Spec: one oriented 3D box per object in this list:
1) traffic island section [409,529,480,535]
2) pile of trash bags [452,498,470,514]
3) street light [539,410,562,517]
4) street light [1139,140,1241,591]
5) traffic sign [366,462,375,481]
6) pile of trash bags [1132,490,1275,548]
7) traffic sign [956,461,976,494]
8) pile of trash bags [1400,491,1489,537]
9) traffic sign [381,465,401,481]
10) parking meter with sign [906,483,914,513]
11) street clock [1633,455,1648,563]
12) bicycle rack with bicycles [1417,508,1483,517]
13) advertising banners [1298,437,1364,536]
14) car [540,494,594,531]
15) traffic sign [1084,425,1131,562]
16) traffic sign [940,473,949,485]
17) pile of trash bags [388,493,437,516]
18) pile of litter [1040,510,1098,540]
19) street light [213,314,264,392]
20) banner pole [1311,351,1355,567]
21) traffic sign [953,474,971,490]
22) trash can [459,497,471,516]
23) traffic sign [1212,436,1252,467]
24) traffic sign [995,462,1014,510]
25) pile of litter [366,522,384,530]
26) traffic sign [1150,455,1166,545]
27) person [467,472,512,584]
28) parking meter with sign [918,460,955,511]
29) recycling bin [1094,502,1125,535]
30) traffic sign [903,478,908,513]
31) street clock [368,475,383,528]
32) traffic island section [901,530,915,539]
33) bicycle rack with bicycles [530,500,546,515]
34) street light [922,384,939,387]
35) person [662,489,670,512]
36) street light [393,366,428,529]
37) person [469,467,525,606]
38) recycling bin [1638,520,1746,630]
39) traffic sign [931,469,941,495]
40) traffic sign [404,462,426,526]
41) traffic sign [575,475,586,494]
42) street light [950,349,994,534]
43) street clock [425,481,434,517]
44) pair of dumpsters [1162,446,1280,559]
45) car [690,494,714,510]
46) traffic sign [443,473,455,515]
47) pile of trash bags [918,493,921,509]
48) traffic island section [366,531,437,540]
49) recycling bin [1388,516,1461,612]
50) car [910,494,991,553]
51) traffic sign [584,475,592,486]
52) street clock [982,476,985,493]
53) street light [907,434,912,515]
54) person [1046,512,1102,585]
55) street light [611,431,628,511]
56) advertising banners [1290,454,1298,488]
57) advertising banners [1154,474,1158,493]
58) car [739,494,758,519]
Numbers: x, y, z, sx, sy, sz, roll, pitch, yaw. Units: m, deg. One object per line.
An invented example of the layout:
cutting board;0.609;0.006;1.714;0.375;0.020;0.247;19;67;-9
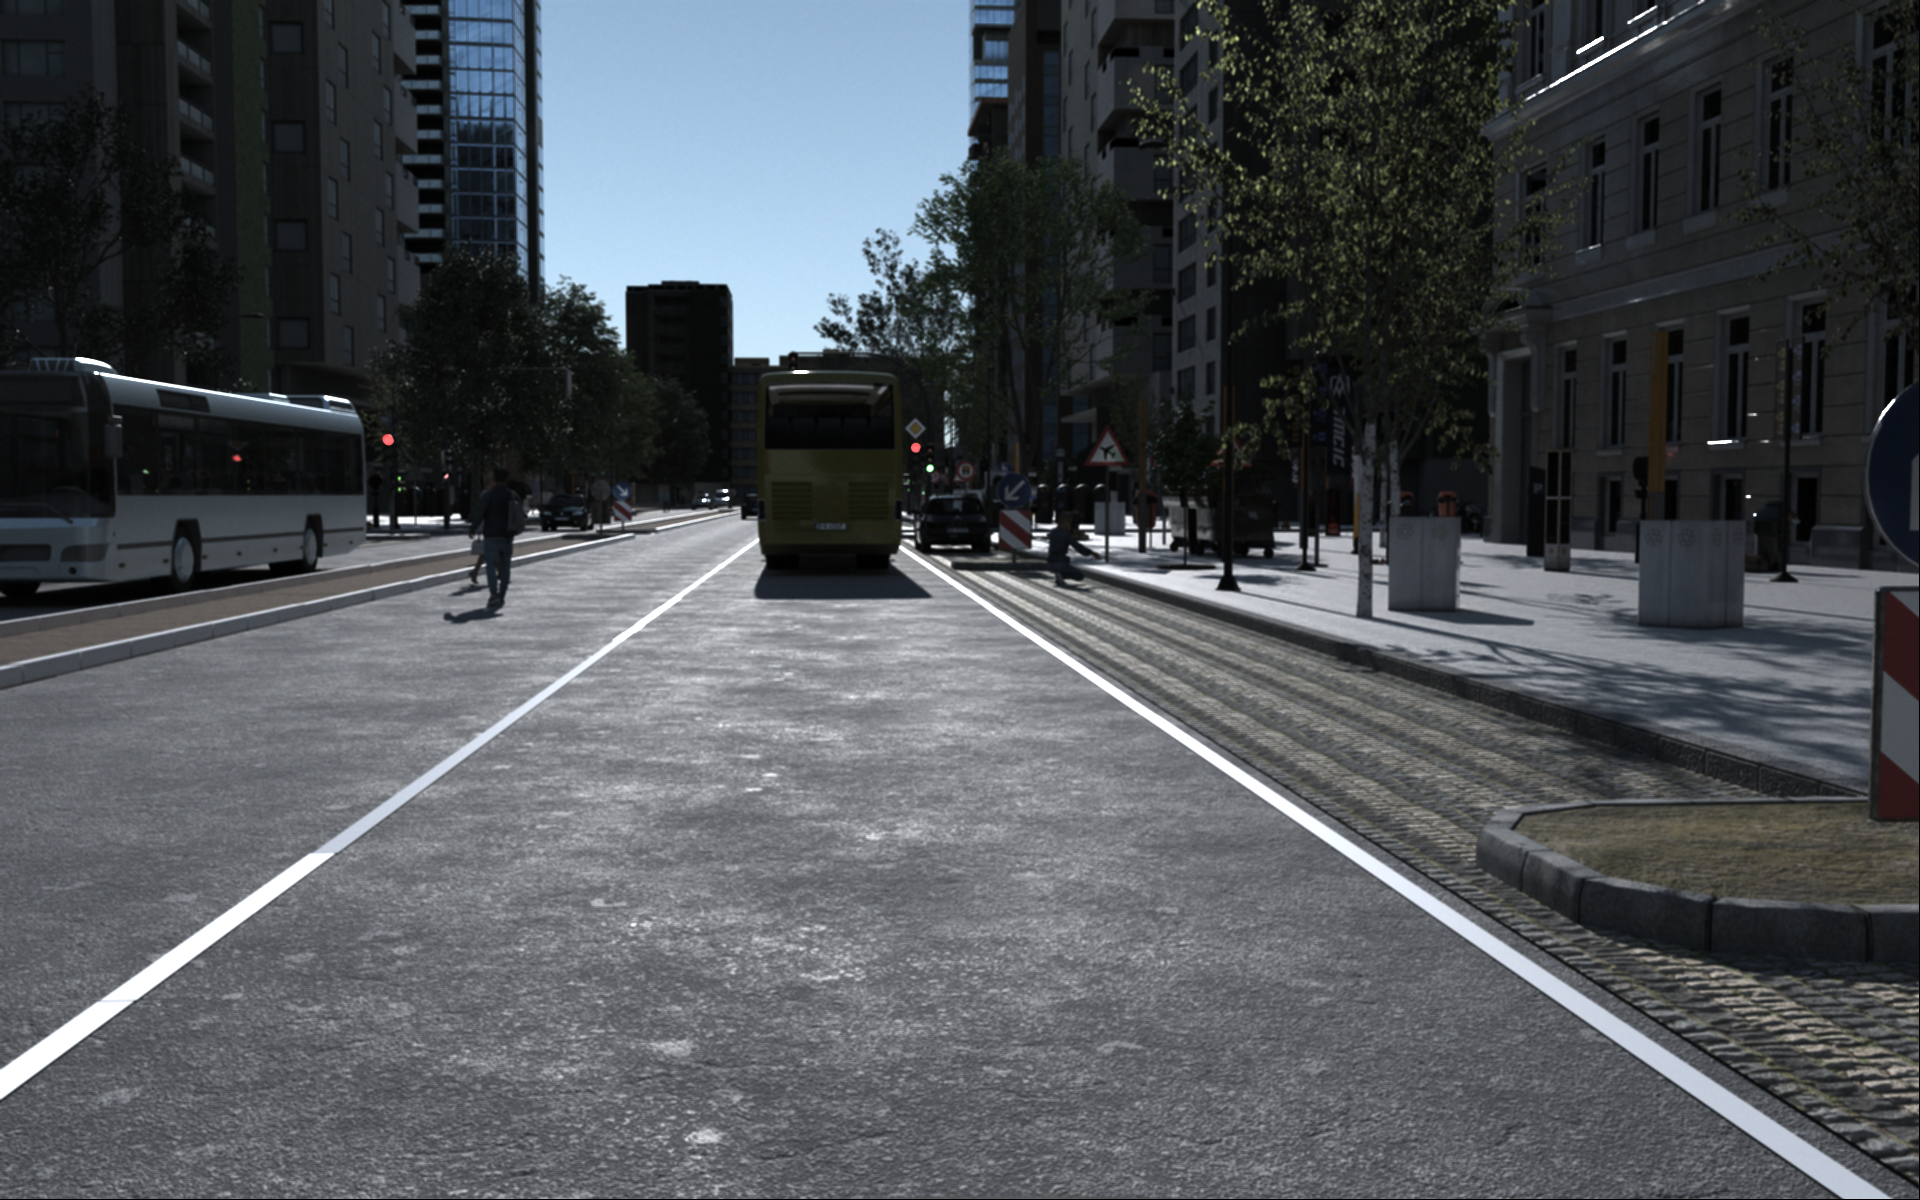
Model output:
traffic island section;-18.553;-2.464;62.569;2.009;0.180;2.903;0;4;-5
pile of trash bags;-33.320;-6.375;113.982;1.912;1.369;3.447;-2;4;-35
street light;-22.661;-7.547;95.930;1.470;5.913;1.316;0;4;-5
street light;3.049;-3.084;22.973;1.470;5.913;1.316;0;4;-5
traffic sign;-23.203;-4.124;67.531;0.768;2.556;0.104;0;4;2
pile of trash bags;5.752;-1.954;41.693;3.447;1.369;1.912;-1;4;-20
traffic sign;0.225;-4.028;65.957;0.768;2.556;0.104;0;4;-2
pile of trash bags;15.787;-2.852;56.375;3.447;1.369;1.912;-1;4;-12
traffic sign;-22.387;-4.164;68.181;0.768;2.556;0.104;0;4;-1
parking meter with sign;-3.215;-7.300;115.623;1.738;3.016;0.543;1;4;14
street clock;12.664;-1.683;32.093;0.471;2.002;0.358;-3;5;-44
bicycle rack with bicycles;18.893;-3.207;65.816;2.925;0.926;2.852;1;4;19
advertising banners;11.378;-3.469;52.901;2.074;3.025;0.090;-1;4;-15
car;-15.464;-3.578;68.293;2.009;1.686;4.222;0;4;-6
traffic sign;2.760;-1.986;32.483;0.884;2.594;0.081;0;4;-3
traffic sign;-1.037;-6.355;104.004;0.768;2.556;0.104;0;4;3
pile of trash bags;-32.366;-5.725;103.363;3.447;1.369;1.912;-1;4;-9
pile of litter;3.080;-2.102;48.338;1.719;0.858;1.176;3;5;42
street light;-18.615;-4.413;44.693;1.470;5.913;1.316;0;4;-5
banner pole;6.493;-2.468;30.362;0.863;3.779;0.401;2;4;35
traffic sign;0.056;-4.686;76.613;0.884;2.594;0.081;0;4;-3
trash can;-28.076;-5.298;98.273;0.748;1.137;0.748;0;3;0
traffic sign;5.221;-2.055;33.610;0.884;2.594;0.081;0;4;1
traffic sign;1.798;-4.262;69.782;0.768;2.556;0.104;0;4;3
pile of litter;-21.565;-2.944;62.093;1.719;0.858;1.176;-1;4;-10
traffic sign;5.186;-2.680;43.926;0.768;2.556;0.104;0;4;1
person;-7.527;-1.150;27.660;0.624;1.780;0.694;1;4;9
parking meter with sign;-1.185;-5.673;89.008;1.738;3.016;0.543;-1;4;-10
recycling bin;4.738;-2.581;54.752;0.722;1.027;0.722;-3;5;-41
traffic sign;-3.680;-7.017;114.835;0.768;2.556;0.104;0;4;-2
street clock;-21.978;-3.706;65.155;0.471;2.002;0.358;0;4;-3
traffic island section;-0.979;-2.059;55.953;2.009;0.180;2.903;0;4;-5
bicycle rack with bicycles;-25.029;-5.816;108.469;2.925;0.926;2.852;2;4;31
street light;-0.902;-6.166;73.357;1.470;5.913;1.316;0;4;-5
person;-23.270;-7.871;137.214;0.660;1.820;0.620;1;4;13
street light;-19.983;-5.528;62.918;1.470;5.913;1.316;0;4;-5
person;-5.950;-0.828;22.383;0.623;1.781;0.721;-3;5;-44
recycling bin;7.096;-0.260;16.804;0.722;1.027;0.722;-3;4;-36
traffic sign;-1.360;-5.384;88.139;0.768;2.556;0.104;0;4;-4
traffic sign;-21.941;-4.265;69.741;0.884;2.594;0.081;0;4;2
traffic sign;-25.571;-7.124;116.591;0.768;2.556;0.104;0;4;-3
street light;0.380;-5.074;55.495;1.470;5.913;1.316;0;4;-5
street clock;-29.692;-5.670;97.269;0.358;2.002;0.471;-1;4;-23
pair of dumpsters;5.450;-2.073;36.393;1.574;2.255;4.437;0;4;-5
car;-23.469;-8.929;157.787;2.131;1.459;4.920;0;4;-5
traffic sign;-25.261;-5.110;85.686;0.606;2.300;0.079;0;4;1
pile of trash bags;-2.949;-7.606;134.116;1.912;1.369;3.447;0;4;-4
traffic island section;-17.917;-1.977;54.610;2.009;0.180;2.903;0;4;-5
recycling bin;5.160;-0.408;19.229;0.722;1.027;0.722;1;4;20
car;-0.215;-2.061;43.483;2.009;1.686;4.222;0;4;-5
traffic sign;-25.257;-7.165;117.252;0.768;2.556;0.104;0;4;3
street clock;1.097;-4.017;70.249;0.358;2.002;0.471;2;4;34
street light;-3.663;-8.191;106.457;1.470;5.913;1.316;0;4;-5
person;1.642;-0.821;27.424;0.738;1.151;1.012;-3;4;-38
street light;-25.282;-9.524;128.266;1.470;5.913;1.316;0;4;-5
advertising banners;15.309;-4.842;75.357;2.074;3.025;0.090;2;4;29
advertising banners;10.048;-5.725;89.798;0.090;3.025;2.074;1;4;21
car;-11.662;-5.475;99.295;2.009;1.686;4.222;0;4;-6
